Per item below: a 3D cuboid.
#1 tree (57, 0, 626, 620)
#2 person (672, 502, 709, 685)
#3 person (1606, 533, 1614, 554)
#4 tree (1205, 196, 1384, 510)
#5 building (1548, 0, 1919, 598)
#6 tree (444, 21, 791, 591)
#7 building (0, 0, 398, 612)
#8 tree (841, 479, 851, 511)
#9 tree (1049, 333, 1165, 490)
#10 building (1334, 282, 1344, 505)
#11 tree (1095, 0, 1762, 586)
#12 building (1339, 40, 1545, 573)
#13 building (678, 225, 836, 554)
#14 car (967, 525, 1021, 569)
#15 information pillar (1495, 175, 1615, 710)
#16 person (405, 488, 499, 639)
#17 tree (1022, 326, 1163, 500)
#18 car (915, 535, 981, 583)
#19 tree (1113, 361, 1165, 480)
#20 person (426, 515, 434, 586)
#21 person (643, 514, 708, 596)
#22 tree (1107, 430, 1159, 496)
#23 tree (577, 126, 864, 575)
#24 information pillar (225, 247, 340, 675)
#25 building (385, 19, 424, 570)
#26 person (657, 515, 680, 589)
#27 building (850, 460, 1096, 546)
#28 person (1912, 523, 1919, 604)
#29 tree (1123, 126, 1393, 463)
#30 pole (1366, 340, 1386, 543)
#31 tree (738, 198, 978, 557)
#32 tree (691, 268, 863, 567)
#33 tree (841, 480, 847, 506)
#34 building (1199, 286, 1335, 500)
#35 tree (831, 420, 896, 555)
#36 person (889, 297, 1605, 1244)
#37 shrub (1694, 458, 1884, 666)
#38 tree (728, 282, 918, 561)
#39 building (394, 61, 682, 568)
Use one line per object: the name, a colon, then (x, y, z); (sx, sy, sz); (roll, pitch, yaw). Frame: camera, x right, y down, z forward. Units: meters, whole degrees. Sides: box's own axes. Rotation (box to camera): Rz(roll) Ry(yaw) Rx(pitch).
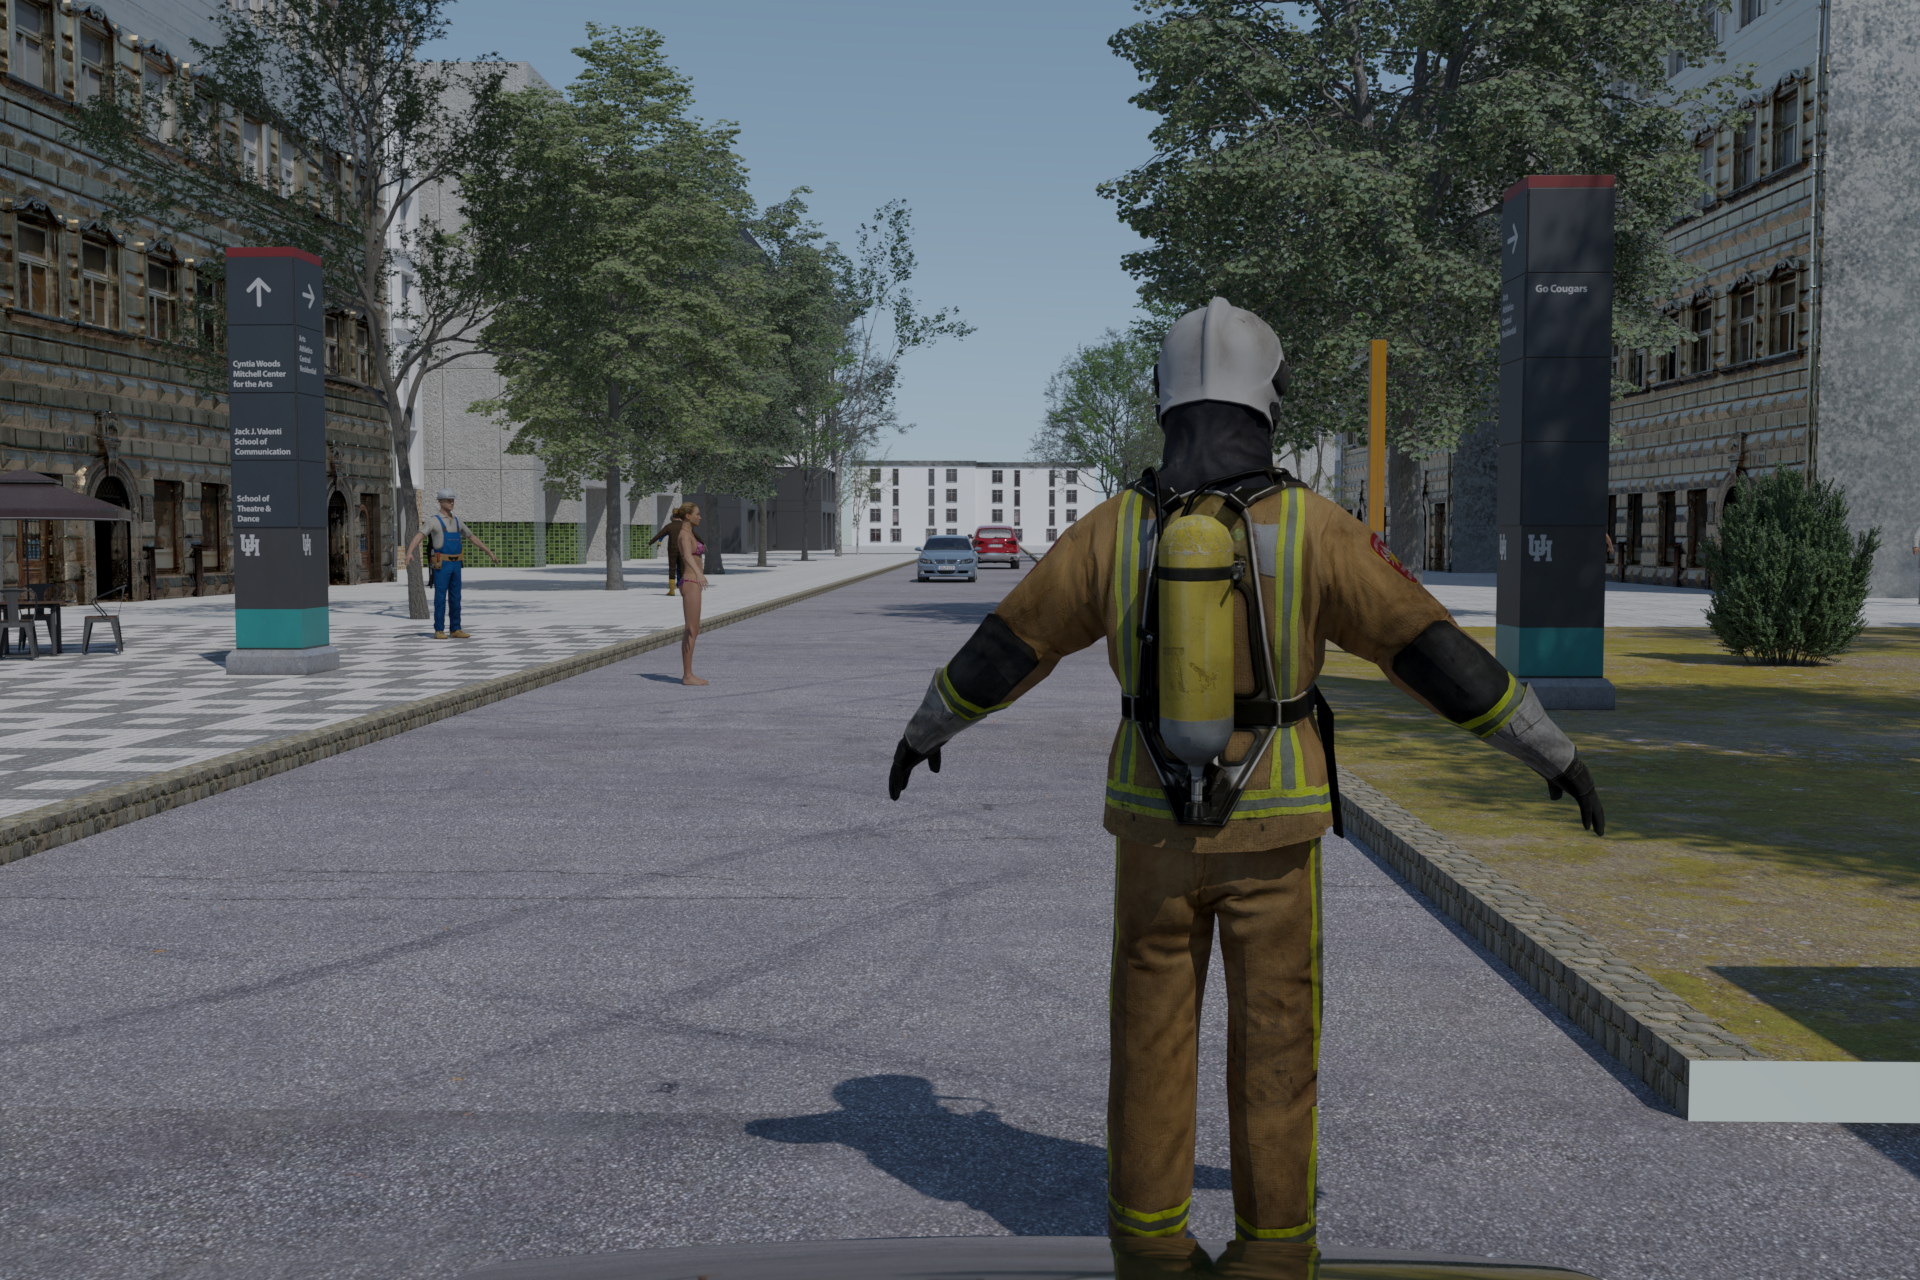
tree: (-8.421, -5.598, 25.947); (7.601, 10.594, 8.767); (2, 4, 30)
person: (-2.491, -0.444, 16.523); (0.721, 1.733, 1.217); (-1, 4, -10)
person: (11.626, -1.591, 32.142); (1.347, 1.817, 0.704); (-1, 4, -21)
tree: (7.429, -5.252, 36.234); (4.360, 8.622, 3.978); (0, 3, 0)
building: (26.534, -12.952, 42.688); (19.493, 23.208, 18.063); (0, 4, 2)
tree: (-7.677, -7.375, 38.708); (7.486, 12.596, 7.792); (0, 3, 0)
building: (-24.614, -12.595, 36.850); (19.493, 23.208, 18.063); (0, 4, 2)
tree: (-14.726, -15.450, 202.965); (4.737, 8.622, 4.395); (0, 3, 0)
tree: (8.507, -9.867, 87.075); (9.928, 11.665, 9.643); (0, 3, 0)
building: (24.409, -14.162, 87.975); (16.016, 20.090, 11.380); (0, 4, 1)
tree: (6.504, -7.252, 25.225); (9.857, 13.997, 8.962); (0, 3, 0)
building: (25.532, -14.327, 65.171); (19.493, 23.208, 18.063); (0, 4, 1)
building: (-24.530, -17.480, 129.769); (27.936, 21.610, 32.646); (0, 4, 1)
car: (1.438, -3.892, 72.312); (2.281, 1.827, 5.304); (0, 4, 0)
information pillar: (4.406, -1.437, 12.879); (0.750, 3.857, 0.750); (0, 4, 2)
person: (-6.263, -0.939, 21.214); (0.705, 1.847, 1.347); (3, 4, 37)
tree: (8.787, -11.672, 101.204); (12.009, 13.543, 11.850); (0, 3, 0)
car: (-0.355, -2.493, 52.767); (2.014, 1.417, 4.499); (0, 4, 1)
tree: (7.792, -7.297, 69.676); (4.360, 8.622, 3.978); (0, 3, 0)
person: (-13.022, -2.203, 42.734); (0.721, 1.740, 1.216); (3, 4, 36)
person: (-5.871, -1.820, 35.887); (1.346, 1.812, 0.704); (-1, 4, -21)
tree: (21.607, -17.769, 197.185); (9.857, 13.997, 8.962); (0, 3, 0)
tree: (-7.840, -9.047, 54.568); (9.857, 13.997, 8.962); (0, 3, 0)
information pillar: (-6.289, -1.628, 16.002); (0.750, 3.857, 0.750); (0, 4, 2)
building: (-25.192, -11.915, 51.230); (16.016, 20.090, 11.380); (0, 4, 1)
person: (-6.601, -2.082, 40.504); (0.721, 1.772, 1.216); (3, 5, 44)
building: (1.555, -15.543, 198.734); (28.070, 9.664, 9.099); (0, 4, -3)
person: (17.670, -1.550, 31.528); (1.347, 1.806, 0.705); (-2, 4, -33)
tree: (7.809, -7.247, 44.246); (9.928, 11.665, 9.643); (0, 3, 0)
pole: (4.399, -1.498, 18.340); (0.158, 3.312, 0.155); (0, 3, 0)
tree: (-5.679, -14.765, 97.301); (12.611, 20.169, 13.585); (0, 3, 0)
tree: (-7.619, -8.644, 67.084); (9.928, 11.665, 9.643); (0, 3, 0)
tree: (-14.584, -15.131, 197.755); (4.360, 8.622, 3.978); (0, 3, 0)
building: (25.849, -16.191, 131.181); (16.747, 18.905, 31.486); (0, 4, 2)
tree: (-6.634, -9.659, 108.279); (4.360, 8.622, 3.978); (0, 3, 0)
person: (0.480, 0.307, 3.213); (1.354, 1.858, 0.705); (1, 4, 18)
shrub: (8.114, -0.771, 17.023); (1.690, 2.028, 1.600); (0, 3, 0)
tree: (-7.247, -10.483, 81.760); (12.009, 13.543, 11.850); (0, 3, 0)
building: (-24.230, -13.127, 81.080); (16.747, 18.905, 31.486); (0, 4, 1)
